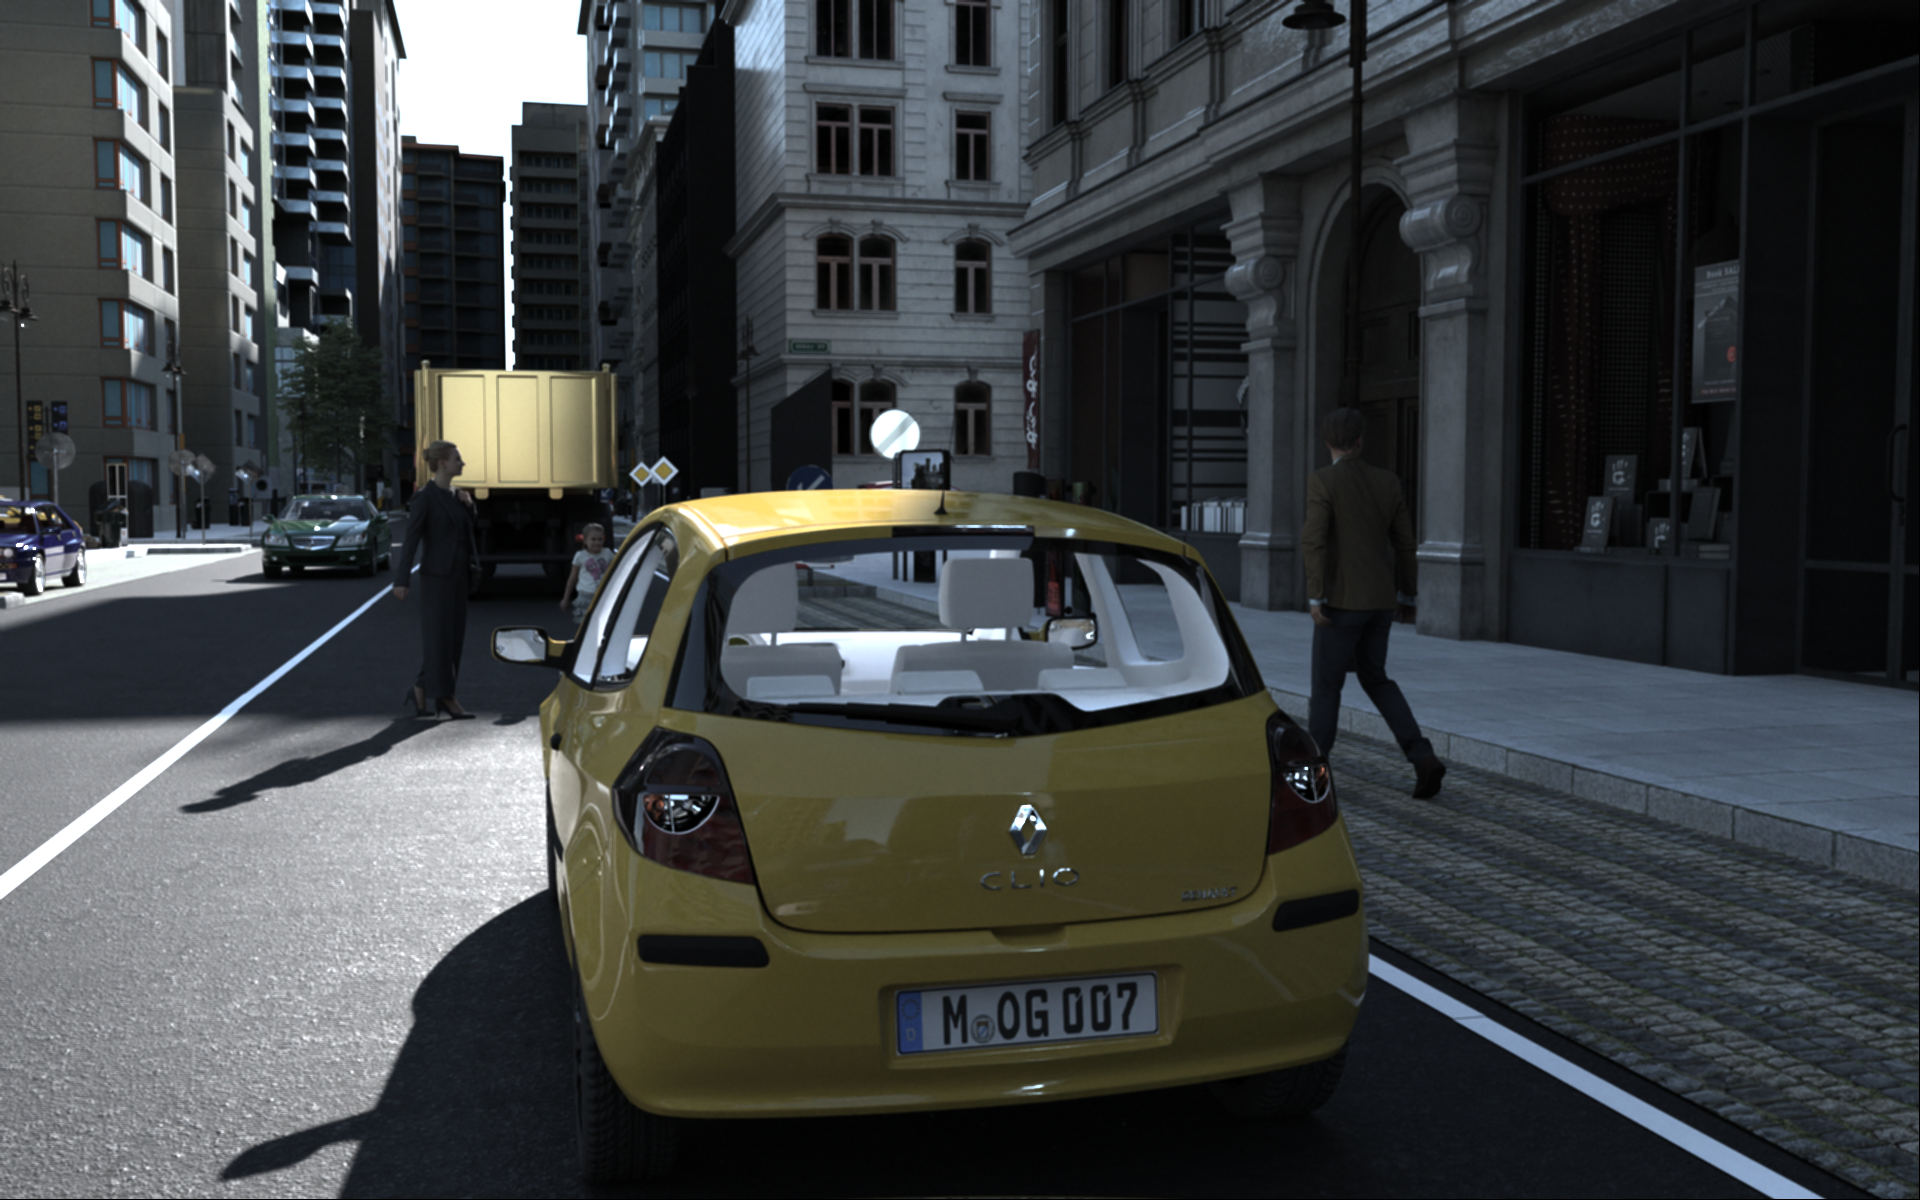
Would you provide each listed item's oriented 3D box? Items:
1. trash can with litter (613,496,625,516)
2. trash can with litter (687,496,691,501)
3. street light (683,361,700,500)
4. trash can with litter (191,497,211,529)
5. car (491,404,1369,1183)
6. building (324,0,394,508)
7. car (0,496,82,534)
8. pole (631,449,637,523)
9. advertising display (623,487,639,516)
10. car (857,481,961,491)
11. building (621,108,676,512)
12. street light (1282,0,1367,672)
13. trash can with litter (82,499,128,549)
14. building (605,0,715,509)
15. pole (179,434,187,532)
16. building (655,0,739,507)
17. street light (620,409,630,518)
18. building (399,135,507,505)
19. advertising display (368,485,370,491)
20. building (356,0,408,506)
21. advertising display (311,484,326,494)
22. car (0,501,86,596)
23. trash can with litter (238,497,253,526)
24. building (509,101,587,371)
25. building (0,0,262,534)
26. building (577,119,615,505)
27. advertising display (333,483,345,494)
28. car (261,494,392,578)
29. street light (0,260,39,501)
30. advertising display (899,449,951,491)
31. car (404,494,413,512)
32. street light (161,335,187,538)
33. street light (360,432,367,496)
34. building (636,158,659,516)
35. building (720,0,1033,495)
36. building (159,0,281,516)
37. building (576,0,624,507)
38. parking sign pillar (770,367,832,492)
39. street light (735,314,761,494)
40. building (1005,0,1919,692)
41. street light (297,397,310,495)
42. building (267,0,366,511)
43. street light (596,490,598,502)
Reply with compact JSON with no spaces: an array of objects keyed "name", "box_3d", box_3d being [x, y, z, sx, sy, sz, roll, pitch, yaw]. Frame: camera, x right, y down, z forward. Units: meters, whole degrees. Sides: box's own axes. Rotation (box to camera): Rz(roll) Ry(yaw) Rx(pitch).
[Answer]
[{"name":"trash can with litter","box_3d":[-19.725,-5.398,99.652,1.055,1.170,0.624,-1,4,-19]},{"name":"trash can with litter","box_3d":[-10.941,-3.587,69.698,1.678,1.210,2.233,-1,4,-12]},{"name":"street light","box_3d":[-9.307,-5.340,60.096,0.468,5.910,1.993,-1,4,-14]},{"name":"trash can with litter","box_3d":[-27.732,-3.162,63.093,1.055,1.170,0.624,3,5,42]},{"name":"car","box_3d":[-0.359,0.309,5.176,2.015,1.641,3.980,-1,4,-15]},{"name":"building","box_3d":[-59.491,-31.009,157.100,14.600,45.320,14.200,-1,4,-14]},{"name":"car","box_3d":[-24.512,-2.062,43.940,3.980,1.641,2.015,-1,4,-15]},{"name":"pole","box_3d":[-14.638,-5.128,77.685,0.158,3.312,0.155,0,3,0]},{"name":"advertising display","box_3d":[-19.647,-6.003,103.365,0.974,1.923,0.123,1,4,19]},{"name":"car","box_3d":[-0.814,-2.540,50.208,5.304,1.827,2.281,-1,4,-16]},{"name":"building","box_3d":[-15.014,-20.138,116.650,14.401,28.519,23.554,-1,4,-14]},{"name":"street light","box_3d":[2.821,-2.421,12.368,0.468,5.910,1.993,-1,4,-14]},{"name":"trash can with litter","box_3d":[-20.114,-1.785,40.580,0.624,1.170,1.055,2,4,28]},{"name":"building","box_3d":[-18.038,-32.204,146.143,23.786,49.044,30.456,-1,4,-14]},{"name":"pole","box_3d":[-26.251,-3.955,58.513,0.158,3.312,0.155,0,3,0]},{"name":"building","box_3d":[-7.021,-15.275,79.419,12.332,23.373,15.834,-1,4,-14]},{"name":"street light","box_3d":[-17.884,-7.327,92.578,0.468,5.910,1.993,-1,4,-14]},{"name":"building","box_3d":[-70.480,-34.166,213.231,28.867,44.769,22.147,-1,4,-14]},{"name":"advertising display","box_3d":[-41.505,-7.123,121.676,0.123,1.923,0.974,-1,4,-17]},{"name":"building","box_3d":[-71.356,-35.971,177.358,27.495,52.752,28.713,-1,4,-14]},{"name":"advertising display","box_3d":[-42.103,-6.636,113.716,0.123,1.923,0.974,3,4,37]},{"name":"car","box_3d":[-14.046,-0.775,25.251,1.945,1.354,3.894,-1,4,-15]},{"name":"trash can with litter","box_3d":[-28.547,-3.527,69.056,0.624,1.170,1.055,-2,4,-32]},{"name":"building","box_3d":[-45.661,-36.420,219.167,21.600,48.544,21.300,-1,4,-14]},{"name":"building","box_3d":[-43.377,-13.473,65.315,27.650,21.520,28.899,-1,4,-14]},{"name":"building","box_3d":[-35.459,-31.200,193.706,14.154,41.232,14.086,-1,4,-14]},{"name":"advertising display","box_3d":[-35.485,-5.734,98.961,0.974,1.923,0.123,2,4,35]},{"name":"car","box_3d":[-11.377,-1.193,31.302,2.131,1.459,4.920,-1,4,-13]},{"name":"street light","box_3d":[-18.657,-3.766,34.366,0.468,5.910,1.993,-1,4,-14]},{"name":"advertising display","box_3d":[-0.513,-1.216,25.095,0.123,1.923,0.974,-3,5,-44]},{"name":"car","box_3d":[-42.993,-7.801,137.334,2.009,1.686,4.222,-1,4,-14]},{"name":"street light","box_3d":[-22.819,-4.748,50.417,0.468,5.910,1.993,-1,4,-14]},{"name":"street light","box_3d":[-39.525,-8.697,114.989,0.468,5.910,1.993,-1,4,-14]},{"name":"building","box_3d":[-12.272,-15.093,95.929,9.793,20.994,18.267,-1,4,-14]},{"name":"building","box_3d":[3.605,-16.887,63.491,23.554,28.519,14.401,-1,4,-14]},{"name":"building","box_3d":[-46.047,-25.156,94.895,14.154,41.232,14.086,-1,4,-14]},{"name":"building","box_3d":[-23.163,-35.801,174.578,28.713,52.752,27.495,-1,4,-14]},{"name":"parking sign pillar","box_3d":[-3.395,-2.968,36.994,1.447,3.967,1.447,-1,4,-10]},{"name":"street light","box_3d":[-5.465,-4.399,44.717,0.468,5.910,1.993,-1,4,-14]},{"name":"building","box_3d":[5.628,-10.756,26.770,10.553,20.767,40.483,-1,4,-14]},{"name":"street light","box_3d":[-31.234,-6.706,82.430,0.468,5.910,1.993,-1,4,-14]},{"name":"building","box_3d":[-57.815,-50.172,132.978,22.319,86.520,31.000,-1,4,-14]},{"name":"street light","box_3d":[-26.297,-9.328,125.304,0.468,5.910,1.993,-1,4,-14]}]
